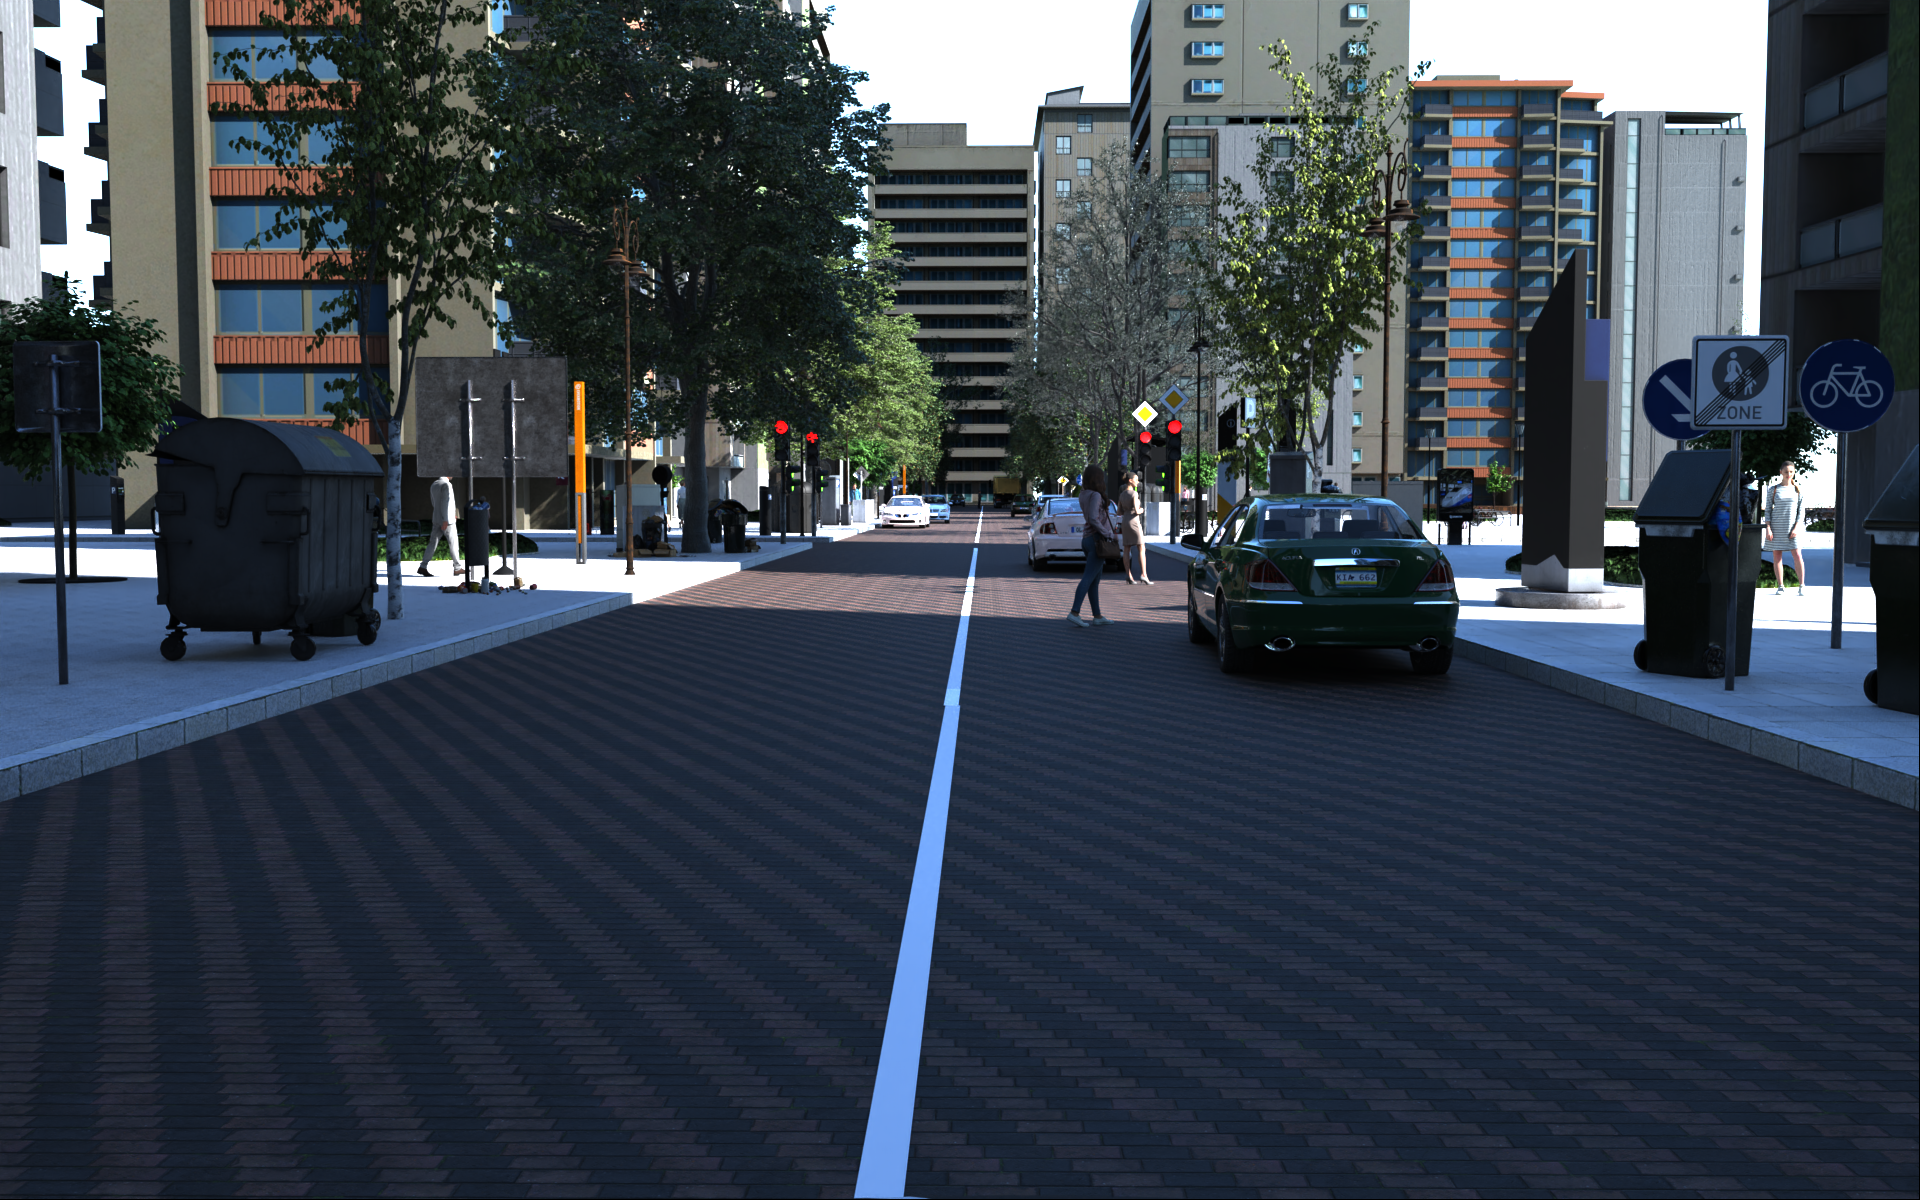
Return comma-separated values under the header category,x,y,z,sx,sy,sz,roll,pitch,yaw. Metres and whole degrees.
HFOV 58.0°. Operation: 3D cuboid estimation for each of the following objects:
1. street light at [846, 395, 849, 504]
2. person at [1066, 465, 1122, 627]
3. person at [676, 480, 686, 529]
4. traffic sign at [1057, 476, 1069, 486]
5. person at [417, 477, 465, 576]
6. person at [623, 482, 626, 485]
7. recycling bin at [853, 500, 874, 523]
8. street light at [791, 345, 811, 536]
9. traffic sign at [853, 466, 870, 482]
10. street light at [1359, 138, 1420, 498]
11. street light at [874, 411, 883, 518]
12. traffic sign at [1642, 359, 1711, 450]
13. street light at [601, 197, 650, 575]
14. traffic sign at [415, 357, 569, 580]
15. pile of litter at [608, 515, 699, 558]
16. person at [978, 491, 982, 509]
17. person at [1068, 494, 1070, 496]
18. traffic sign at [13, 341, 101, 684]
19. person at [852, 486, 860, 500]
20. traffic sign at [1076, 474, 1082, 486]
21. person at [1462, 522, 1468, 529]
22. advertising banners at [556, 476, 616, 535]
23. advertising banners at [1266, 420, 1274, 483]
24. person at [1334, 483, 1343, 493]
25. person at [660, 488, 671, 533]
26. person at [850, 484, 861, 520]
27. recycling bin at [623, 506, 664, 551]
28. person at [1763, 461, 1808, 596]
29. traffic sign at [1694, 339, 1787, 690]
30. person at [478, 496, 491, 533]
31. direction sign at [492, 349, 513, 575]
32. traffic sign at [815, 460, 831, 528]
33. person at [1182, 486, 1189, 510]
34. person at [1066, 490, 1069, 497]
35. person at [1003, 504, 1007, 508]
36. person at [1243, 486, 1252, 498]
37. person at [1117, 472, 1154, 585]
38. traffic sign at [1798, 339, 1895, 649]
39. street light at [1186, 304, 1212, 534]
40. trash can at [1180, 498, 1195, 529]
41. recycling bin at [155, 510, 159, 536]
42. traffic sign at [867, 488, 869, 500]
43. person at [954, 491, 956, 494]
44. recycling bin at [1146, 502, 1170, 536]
category,x,y,z,sx,sy,sz,roll,pitch,yaw
street light,-4.687,-6.061,71.890,0.468,5.910,1.993,0,4,1
person,1.416,-0.597,18.845,0.643,1.750,0.593,-1,4,-17
person,-10.276,-3.540,64.141,0.478,1.798,0.641,2,4,24
traffic sign,7.069,-7.257,118.392,0.795,2.593,0.064,0,4,3
person,-8.074,-1.266,27.022,0.850,1.792,0.678,-3,5,-45
person,-8.623,-2.263,44.860,0.330,1.601,0.589,-3,4,-38
recycling bin,-4.317,-3.966,77.391,0.722,1.027,0.722,2,4,27
street light,-4.813,-4.885,52.650,0.468,5.910,1.993,0,4,1
traffic sign,-4.580,-4.920,80.180,0.795,2.593,0.064,0,4,7
street light,5.657,-3.071,22.991,0.468,5.910,1.993,0,4,1
street light,-4.324,-7.261,91.505,0.468,5.910,1.993,0,4,1
traffic sign,6.826,-0.998,16.418,0.768,2.556,0.104,0,4,4
street light,-5.243,-3.336,27.338,0.468,5.910,1.993,0,4,1
traffic sign,-6.948,-1.947,25.711,2.265,3.308,0.079,0,4,1
pile of litter,-6.292,-1.310,35.378,1.719,0.858,1.176,1,4,14
person,2.013,-9.566,165.439,0.750,1.759,0.617,2,4,31
person,11.420,-10.369,175.560,1.348,1.826,0.705,-2,4,-34
traffic sign,-6.047,-0.581,11.621,0.606,2.300,0.079,0,4,6
person,-5.707,-5.389,94.419,0.793,1.790,0.793,1,4,8
traffic sign,7.615,-6.582,107.718,0.768,2.556,0.104,0,4,2
person,18.313,-3.212,62.834,0.425,1.301,0.394,1,4,15
advertising banners,-11.725,-3.540,54.064,2.074,3.025,0.090,-2,4,-31
advertising banners,7.745,-2.789,41.790,0.090,3.025,2.074,2,4,32
person,20.324,-5.383,93.415,0.648,1.900,0.474,-2,4,-27
person,-9.891,-3.149,57.561,0.654,1.822,0.581,3,5,43
person,-5.091,-4.743,83.927,0.601,1.785,0.444,0,4,3
recycling bin,-6.925,-1.551,37.909,0.722,1.027,0.722,1,4,9
person,10.505,-0.917,22.034,0.512,1.701,0.522,1,4,20
traffic sign,5.029,-0.558,11.251,0.606,2.300,0.079,0,4,2
person,-14.678,-2.578,53.213,0.505,1.210,0.382,-1,4,-23
direction sign,-7.255,-2.171,27.489,0.379,3.537,0.876,0,4,-1
traffic sign,-5.251,-3.996,65.433,0.768,2.556,0.104,0,4,8
person,14.671,-6.543,113.023,0.555,1.821,0.388,2,4,25
person,11.529,-10.997,186.781,0.436,1.711,0.756,0,4,0
person,4.800,-10.707,184.279,1.217,1.743,0.721,0,4,-6
person,19.360,-6.729,115.832,0.755,1.850,0.659,-1,4,-17
person,2.777,-1.142,27.513,0.374,1.781,0.599,-2,4,-33
traffic sign,7.278,-0.869,14.311,0.768,2.556,0.104,0,4,3
street light,5.816,-4.247,42.230,0.468,5.910,1.993,0,4,1
trash can,8.225,-3.141,63.005,0.748,1.137,0.748,0,3,0
recycling bin,-24.312,-2.496,53.370,0.722,1.027,0.722,-3,5,-42
traffic sign,-5.776,-6.646,108.770,0.768,2.556,0.104,0,4,6
person,-0.601,-11.889,203.442,0.990,1.755,0.434,3,4,37
recycling bin,6.111,-2.513,53.640,0.722,1.027,0.722,3,5,44
